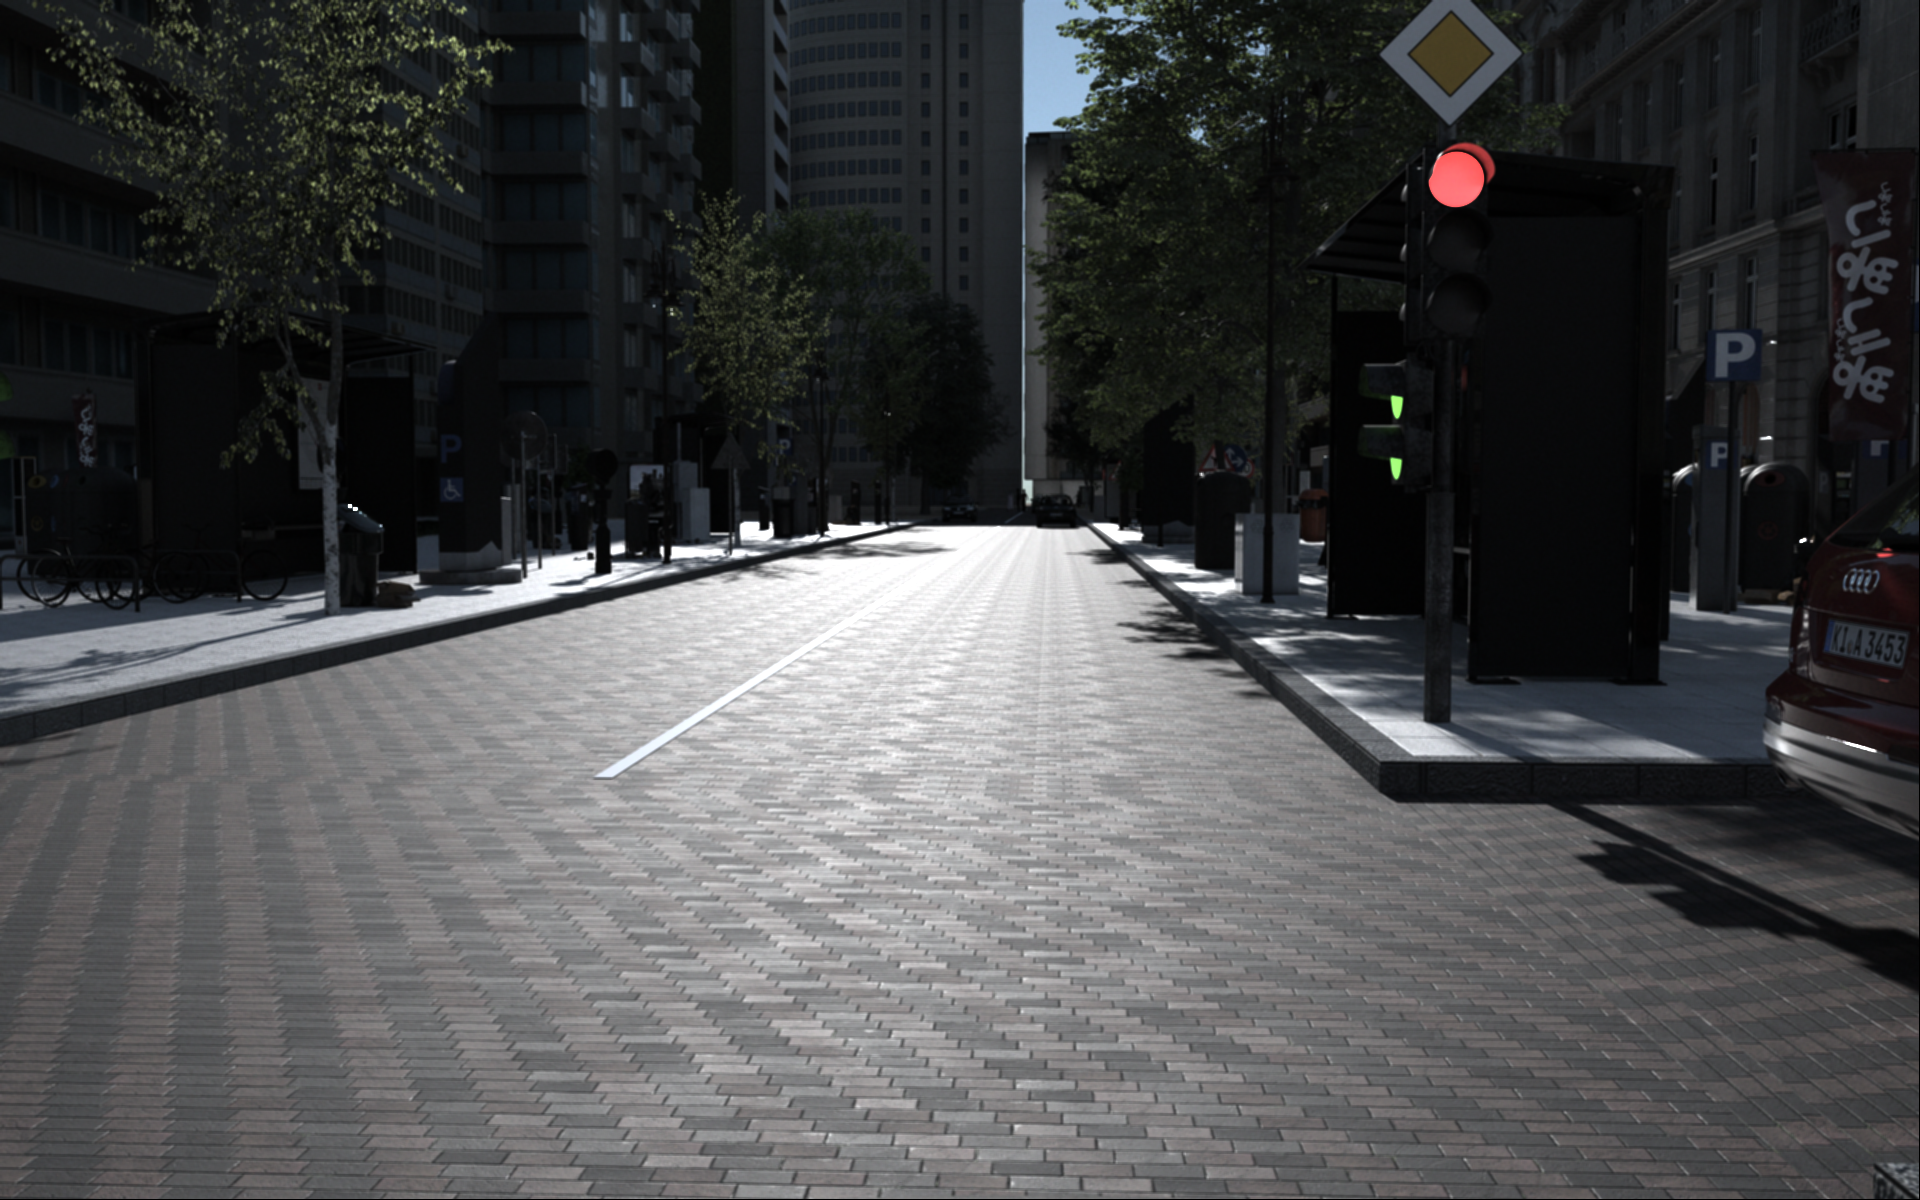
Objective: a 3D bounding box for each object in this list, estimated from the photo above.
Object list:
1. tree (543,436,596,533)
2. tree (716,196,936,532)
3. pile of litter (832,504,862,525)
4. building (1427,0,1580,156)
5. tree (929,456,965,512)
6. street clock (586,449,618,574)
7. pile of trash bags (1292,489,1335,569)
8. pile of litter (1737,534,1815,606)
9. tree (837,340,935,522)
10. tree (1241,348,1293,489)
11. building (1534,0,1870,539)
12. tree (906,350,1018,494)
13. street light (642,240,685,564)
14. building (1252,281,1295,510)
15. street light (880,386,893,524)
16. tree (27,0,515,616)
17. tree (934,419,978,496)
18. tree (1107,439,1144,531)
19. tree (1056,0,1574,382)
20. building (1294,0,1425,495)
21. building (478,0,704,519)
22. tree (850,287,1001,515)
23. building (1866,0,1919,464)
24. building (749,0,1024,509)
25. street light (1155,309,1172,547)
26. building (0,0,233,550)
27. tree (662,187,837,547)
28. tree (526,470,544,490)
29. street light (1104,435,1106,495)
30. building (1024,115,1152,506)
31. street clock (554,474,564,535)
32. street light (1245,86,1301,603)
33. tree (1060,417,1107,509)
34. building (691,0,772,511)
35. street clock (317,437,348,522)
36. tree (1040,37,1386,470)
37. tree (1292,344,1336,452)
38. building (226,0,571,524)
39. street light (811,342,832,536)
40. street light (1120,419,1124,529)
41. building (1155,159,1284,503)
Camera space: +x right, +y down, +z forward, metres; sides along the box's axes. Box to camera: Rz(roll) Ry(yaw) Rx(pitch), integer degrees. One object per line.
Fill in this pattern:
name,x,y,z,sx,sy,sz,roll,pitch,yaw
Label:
tree,-12.640,-3.873,57.918,1.663,3.219,1.824,0,3,0
tree,-4.650,-8.184,59.565,9.928,11.665,9.643,0,3,0
pile of litter,-4.689,-3.550,72.013,1.176,0.858,1.719,-1,4,-20
building,27.800,-17.378,71.517,14.401,28.519,23.554,0,4,3
tree,-1.116,-8.645,125.063,4.285,4.588,4.351,0,3,0
street clock,-5.762,-1.428,27.923,0.358,2.002,0.471,3,5,40
pile of trash bags,7.186,-1.287,30.796,3.447,1.369,1.912,-3,5,-41
pile of litter,9.714,-0.376,20.120,1.176,0.858,1.719,1,4,8
tree,-3.314,-7.931,80.036,4.737,8.622,4.395,0,3,0
tree,14.895,-8.029,81.637,4.360,8.622,3.978,0,3,0
building,25.870,-12.613,48.028,13.314,21.916,24.055,0,4,3
tree,0.026,-14.474,147.022,12.009,13.543,11.850,0,3,0
street light,-5.406,-3.607,31.762,0.468,5.910,1.993,0,4,3
building,37.670,-17.450,130.342,27.650,21.520,28.899,0,4,3
street light,-3.108,-6.195,74.077,0.468,5.910,1.993,0,4,3
tree,-6.885,-4.140,18.053,4.360,8.622,3.978,0,3,0
tree,-0.662,-11.057,131.138,4.360,8.622,3.978,0,3,0
tree,5.986,-4.023,60.373,1.663,3.219,1.824,0,3,0
tree,5.123,-6.579,25.688,7.486,12.596,7.792,0,3,0
building,32.420,-29.340,103.412,21.300,48.544,21.600,0,4,3
building,-27.806,-29.477,101.559,23.786,49.044,30.456,0,4,3
tree,-2.100,-12.277,107.382,9.857,13.997,8.962,0,3,0
building,33.358,-12.779,28.008,30.058,24.678,14.314,0,4,3
building,-7.106,-39.753,191.966,28.212,58.520,21.231,0,4,3
street light,4.855,-4.220,41.778,0.468,5.910,1.993,0,4,3
building,-31.607,-25.319,37.667,21.300,48.544,21.600,0,4,3
tree,-5.313,-5.590,41.763,4.360,8.622,3.978,0,3,0
tree,-15.337,-4.288,64.709,1.663,3.219,1.824,0,3,0
street light,7.052,-6.822,84.327,0.468,5.910,1.993,0,4,3
building,14.001,-30.928,189.270,14.086,41.232,14.154,0,4,3
street clock,-12.753,-3.082,54.957,0.358,2.002,0.471,1,4,9
street light,3.621,-2.901,20.218,0.468,5.910,1.993,0,4,3
tree,10.633,-11.998,146.524,4.737,8.622,4.395,0,3,0
building,-28.036,-36.400,137.133,28.212,58.520,21.231,0,4,3
street clock,-8.001,-1.074,22.125,0.358,2.002,0.471,0,4,0
tree,5.151,-6.180,35.462,7.601,10.594,8.767,1,4,14
tree,16.971,-7.594,74.529,4.360,8.622,3.978,0,3,0
building,-33.290,-23.104,69.627,32.217,40.220,23.993,0,4,3
street light,-4.218,-4.901,52.918,0.468,5.910,1.993,0,4,3
street light,5.914,-5.528,63.169,0.468,5.910,1.993,0,4,3
building,33.433,-30.851,196.288,23.993,40.220,32.217,0,4,3
